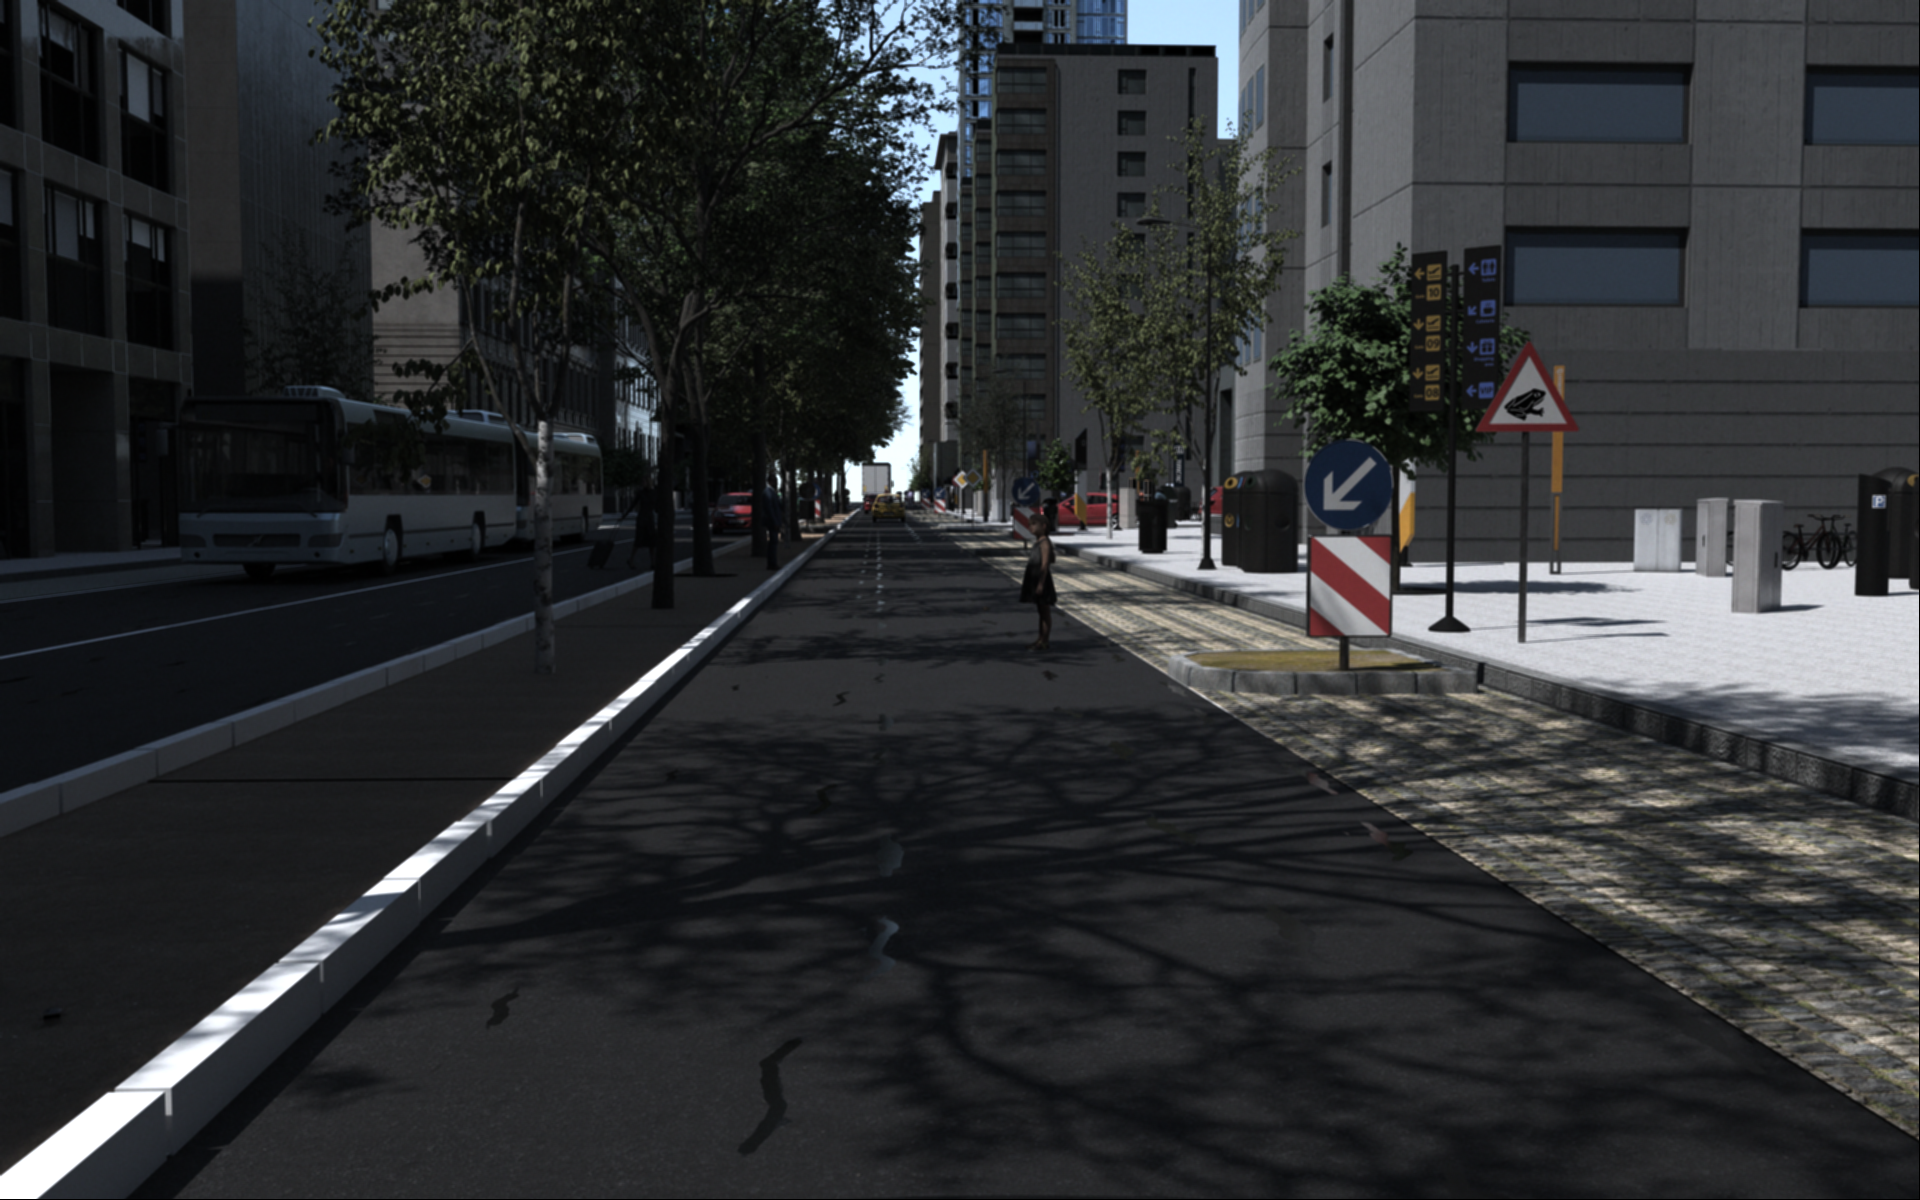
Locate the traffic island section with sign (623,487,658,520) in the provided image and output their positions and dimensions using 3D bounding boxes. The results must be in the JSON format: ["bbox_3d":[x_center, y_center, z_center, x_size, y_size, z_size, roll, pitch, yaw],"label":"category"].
[{"bbox_3d":[-17.490,-5.270,94.799,1.989,1.847,2.006,0,4,-3],"label":"traffic island section with sign"}]

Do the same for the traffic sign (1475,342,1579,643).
[{"bbox_3d":[4.847,-0.909,14.870,0.884,2.594,0.081,0,4,-1],"label":"traffic sign"}]

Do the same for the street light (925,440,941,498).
[{"bbox_3d":[-2.265,-10.989,152.205,1.470,5.913,1.316,0,4,-3],"label":"street light"}]

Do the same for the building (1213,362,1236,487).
[{"bbox_3d":[28.730,-47.275,85.619,31.000,86.520,22.319,0,4,-3],"label":"building"}]

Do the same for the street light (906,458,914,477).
[{"bbox_3d":[-6.250,-16.060,235.123,1.470,5.913,1.316,0,4,-3],"label":"street light"}]

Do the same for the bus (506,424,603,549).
[{"bbox_3d":[-12.051,-3.211,47.354,2.948,3.499,13.247,0,4,-3],"label":"bus"}]

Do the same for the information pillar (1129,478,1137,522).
[{"bbox_3d":[7.928,-4.579,79.356,0.304,2.012,0.304,-1,4,-19],"label":"information pillar"}]

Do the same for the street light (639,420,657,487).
[{"bbox_3d":[-19.606,-8.347,109.014,1.470,5.913,1.316,0,4,-3],"label":"street light"}]

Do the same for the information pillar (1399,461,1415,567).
[{"bbox_3d":[7.869,-2.393,30.480,0.183,3.616,0.504,-1,4,-10],"label":"information pillar"}]

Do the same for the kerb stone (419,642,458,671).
[{"bbox_3d":[-4.370,0.483,14.361,0.120,0.150,1.000,0,4,-3],"label":"kerb stone"}]

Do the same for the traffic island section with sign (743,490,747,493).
[{"bbox_3d":[-21.152,-9.954,171.380,1.989,1.847,2.006,0,4,-3],"label":"traffic island section with sign"}]

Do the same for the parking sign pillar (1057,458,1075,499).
[{"bbox_3d":[5.789,-6.595,96.306,1.447,3.967,1.447,1,4,21],"label":"parking sign pillar"}]

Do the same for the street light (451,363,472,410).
[{"bbox_3d":[-17.245,-5.397,60.778,1.470,5.913,1.316,0,4,-3],"label":"street light"}]

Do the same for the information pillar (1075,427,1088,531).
[{"bbox_3d":[4.239,-4.234,60.574,0.504,3.616,0.183,-3,4,-38],"label":"information pillar"}]

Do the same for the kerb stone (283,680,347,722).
[{"bbox_3d":[-4.225,0.667,11.285,0.120,0.150,1.000,0,4,-3],"label":"kerb stone"}]

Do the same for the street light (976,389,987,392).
[{"bbox_3d":[1.406,-6.372,76.723,1.470,5.913,1.316,0,4,-3],"label":"street light"}]

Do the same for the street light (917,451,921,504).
[{"bbox_3d":[-3.972,-13.181,188.044,1.470,5.913,1.316,0,4,-3],"label":"street light"}]

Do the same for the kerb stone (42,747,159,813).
[{"bbox_3d":[-4.078,0.859,8.208,0.120,0.150,1.000,0,4,-3],"label":"kerb stone"}]

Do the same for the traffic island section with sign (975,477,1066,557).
[{"bbox_3d":[1.363,-1.933,40.236,1.989,1.847,2.006,0,4,-3],"label":"traffic island section with sign"}]

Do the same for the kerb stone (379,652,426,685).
[{"bbox_3d":[-4.325,0.542,13.336,0.120,0.150,1.000,0,4,-3],"label":"kerb stone"}]

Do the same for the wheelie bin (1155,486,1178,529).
[{"bbox_3d":[7.666,-3.466,64.585,0.693,1.594,0.980,3,5,44],"label":"wheelie bin"}]

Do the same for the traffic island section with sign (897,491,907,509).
[{"bbox_3d":[-4.953,-9.990,171.970,1.989,1.847,2.006,0,4,-3],"label":"traffic island section with sign"}]

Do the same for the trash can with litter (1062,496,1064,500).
[{"bbox_3d":[4.879,-4.730,88.728,0.624,1.170,1.055,-3,4,-36],"label":"trash can with litter"}]

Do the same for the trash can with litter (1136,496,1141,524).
[{"bbox_3d":[7.147,-3.879,74.487,2.233,1.210,1.678,1,4,19],"label":"trash can with litter"}]

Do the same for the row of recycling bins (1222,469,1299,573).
[{"bbox_3d":[5.153,-1.379,29.660,1.069,1.692,3.534,0,4,1],"label":"row of recycling bins"}]

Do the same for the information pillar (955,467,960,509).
[{"bbox_3d":[-0.233,-9.519,146.984,0.504,3.616,0.183,-2,4,-33],"label":"information pillar"}]

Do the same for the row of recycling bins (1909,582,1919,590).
[{"bbox_3d":[14.515,-0.958,22.769,3.534,1.692,1.069,1,4,16],"label":"row of recycling bins"}]

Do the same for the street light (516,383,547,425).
[{"bbox_3d":[-17.897,-6.096,72.214,1.470,5.913,1.316,0,4,-3],"label":"street light"}]

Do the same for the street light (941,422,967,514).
[{"bbox_3d":[-0.297,-8.555,112.413,1.470,5.913,1.316,0,4,-3],"label":"street light"}]

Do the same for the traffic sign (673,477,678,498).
[{"bbox_3d":[-21.007,-7.749,126.804,0.768,2.556,0.104,0,4,3],"label":"traffic sign"}]

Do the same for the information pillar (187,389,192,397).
[{"bbox_3d":[-17.186,-2.897,38.724,0.183,3.616,0.504,-2,4,-26],"label":"information pillar"}]

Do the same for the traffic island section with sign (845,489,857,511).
[{"bbox_3d":[-9.709,-8.513,147.320,2.006,1.907,1.989,0,4,-3],"label":"traffic island section with sign"}]

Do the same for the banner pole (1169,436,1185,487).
[{"bbox_3d":[9.215,-5.149,74.206,0.863,3.779,0.401,1,4,16],"label":"banner pole"}]

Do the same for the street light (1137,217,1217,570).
[{"bbox_3d":[3.664,-3.471,29.284,1.470,5.913,1.316,0,4,-3],"label":"street light"}]

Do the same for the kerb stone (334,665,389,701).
[{"bbox_3d":[-4.282,0.604,12.314,0.120,0.150,1.000,0,4,-3],"label":"kerb stone"}]

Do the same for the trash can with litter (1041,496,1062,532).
[{"bbox_3d":[2.989,-2.916,59.071,0.624,1.170,1.055,-1,4,-8],"label":"trash can with litter"}]

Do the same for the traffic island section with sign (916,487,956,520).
[{"bbox_3d":[-1.253,-5.283,95.006,1.989,1.847,2.006,0,4,-3],"label":"traffic island section with sign"}]

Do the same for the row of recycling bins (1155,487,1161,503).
[{"bbox_3d":[12.320,-5.919,103.892,1.069,1.692,3.534,0,4,-5],"label":"row of recycling bins"}]

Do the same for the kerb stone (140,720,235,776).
[{"bbox_3d":[-4.128,0.793,9.229,0.120,0.150,1.000,0,4,-3],"label":"kerb stone"}]

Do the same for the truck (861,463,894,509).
[{"bbox_3d":[-7.609,-10.420,159.273,2.839,4.237,11.283,0,4,-1],"label":"truck"}]

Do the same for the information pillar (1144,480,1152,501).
[{"bbox_3d":[9.912,-5.306,91.241,0.304,2.012,0.304,-3,4,-36],"label":"information pillar"}]

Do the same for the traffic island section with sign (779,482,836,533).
[{"bbox_3d":[-5.760,-3.470,64.869,2.006,1.907,1.989,0,4,-3],"label":"traffic island section with sign"}]

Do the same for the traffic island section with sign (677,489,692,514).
[{"bbox_3d":[-18.785,-6.917,121.723,1.989,1.847,2.006,0,4,-3],"label":"traffic island section with sign"}]

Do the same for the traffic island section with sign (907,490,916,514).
[{"bbox_3d":[-2.551,-6.930,121.930,1.989,1.847,2.006,0,4,-3],"label":"traffic island section with sign"}]

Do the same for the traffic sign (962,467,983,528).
[{"bbox_3d":[0.483,-3.744,64.851,0.795,2.450,0.064,0,4,-3],"label":"traffic sign"}]

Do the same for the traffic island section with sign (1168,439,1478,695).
[{"bbox_3d":[2.653,-0.282,13.234,1.989,1.847,2.006,0,4,-3],"label":"traffic island section with sign"}]

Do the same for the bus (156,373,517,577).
[{"bbox_3d":[-11.198,-2.322,32.832,2.948,3.499,13.247,0,4,-2],"label":"bus"}]

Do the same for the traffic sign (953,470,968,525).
[{"bbox_3d":[0.101,-4.231,72.826,0.795,2.450,0.064,0,4,-3],"label":"traffic sign"}]

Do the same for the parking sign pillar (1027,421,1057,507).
[{"bbox_3d":[2.721,-4.581,63.365,1.447,3.967,1.447,0,4,1],"label":"parking sign pillar"}]

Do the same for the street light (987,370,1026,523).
[{"bbox_3d":[1.873,-5.647,64.867,1.470,5.913,1.316,0,4,-3],"label":"street light"}]

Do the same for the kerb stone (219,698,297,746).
[{"bbox_3d":[-4.172,0.730,10.259,0.120,0.150,1.000,0,4,-3],"label":"kerb stone"}]

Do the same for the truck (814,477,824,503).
[{"bbox_3d":[-23.464,-18.192,286.349,2.839,4.237,11.283,0,4,-4],"label":"truck"}]

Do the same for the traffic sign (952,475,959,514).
[{"bbox_3d":[-0.143,-6.982,114.260,0.768,2.556,0.104,0,4,1],"label":"traffic sign"}]

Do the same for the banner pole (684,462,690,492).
[{"bbox_3d":[-21.551,-8.956,136.455,0.401,3.779,0.863,2,4,33],"label":"banner pole"}]

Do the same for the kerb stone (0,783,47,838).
[{"bbox_3d":[-4.035,0.918,7.187,0.120,0.150,1.000,0,4,-3],"label":"kerb stone"}]

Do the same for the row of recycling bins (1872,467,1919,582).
[{"bbox_3d":[15.645,-1.175,26.320,3.534,1.692,1.069,1,4,11],"label":"row of recycling bins"}]

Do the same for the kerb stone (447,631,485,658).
[{"bbox_3d":[-4.421,0.416,15.392,0.120,0.150,1.000,0,4,-3],"label":"kerb stone"}]

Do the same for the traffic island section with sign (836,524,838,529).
[{"bbox_3d":[-6.104,-3.922,72.268,2.006,1.907,1.989,0,4,-3],"label":"traffic island section with sign"}]

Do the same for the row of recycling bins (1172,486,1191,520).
[{"bbox_3d":[10.842,-4.809,85.733,1.069,1.692,3.534,0,4,4],"label":"row of recycling bins"}]
